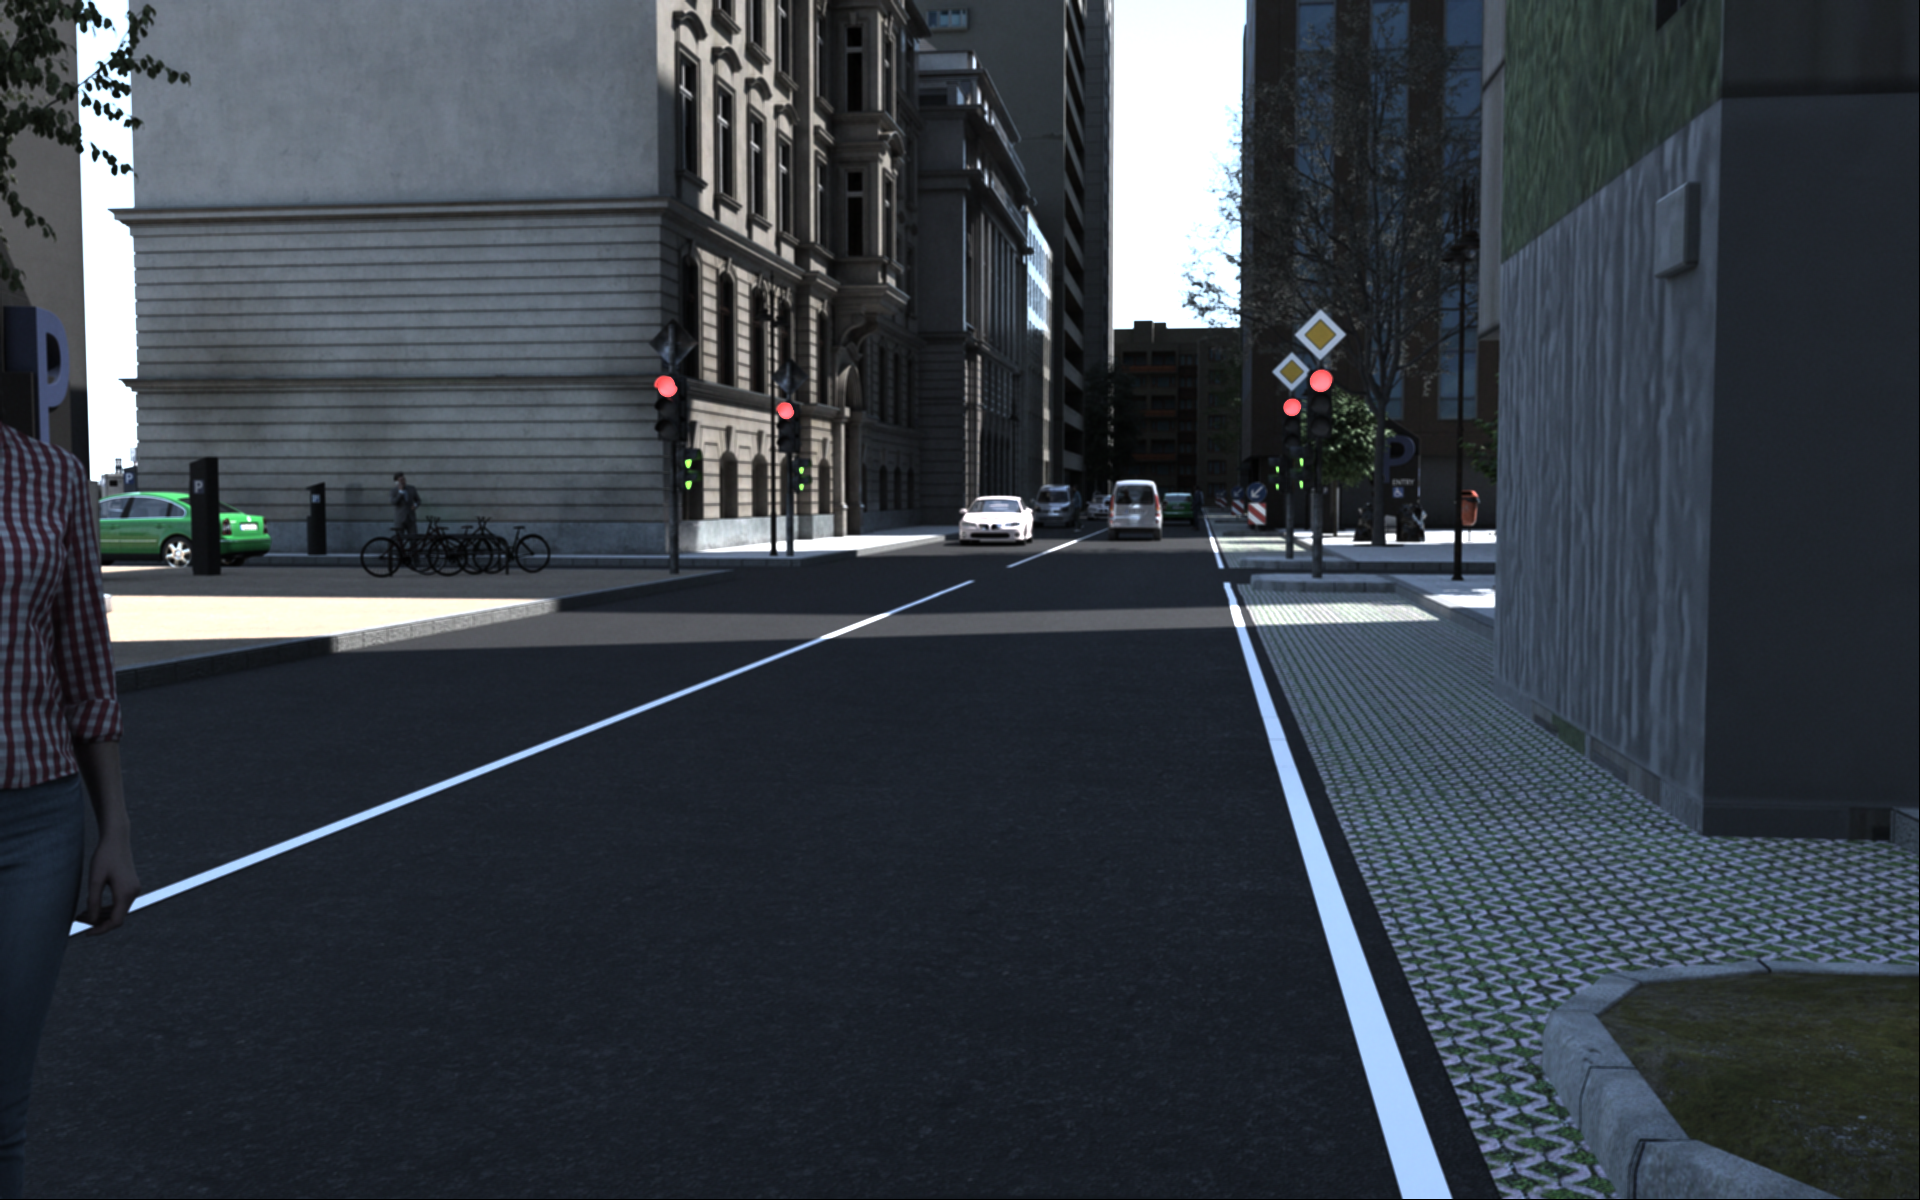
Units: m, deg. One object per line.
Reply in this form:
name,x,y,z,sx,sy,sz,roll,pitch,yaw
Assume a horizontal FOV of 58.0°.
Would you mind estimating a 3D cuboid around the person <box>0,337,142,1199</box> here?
person,-1.484,0.368,2.499,0.388,1.821,0.555,2,4,34

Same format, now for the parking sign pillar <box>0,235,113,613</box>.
parking sign pillar,-9.886,-1.834,18.451,1.447,3.967,1.447,-1,4,-11

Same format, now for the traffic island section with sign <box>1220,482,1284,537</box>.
traffic island section with sign,9.932,-3.066,58.764,1.989,1.847,2.006,0,4,8

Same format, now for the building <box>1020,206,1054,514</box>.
building,-0.350,-15.149,102.438,10.420,20.320,16.860,0,4,8

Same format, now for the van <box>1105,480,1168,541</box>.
van,5.567,-2.925,54.829,2.013,2.044,4.112,0,4,7

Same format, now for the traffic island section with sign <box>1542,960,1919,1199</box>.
traffic island section with sign,2.371,0.302,3.688,1.989,1.847,2.006,0,4,8

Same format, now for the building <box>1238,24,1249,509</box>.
building,31.970,-28.766,153.912,14.154,41.232,14.086,0,4,8

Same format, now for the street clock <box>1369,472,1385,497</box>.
street clock,12.944,-3.014,53.848,0.471,2.002,0.358,1,4,16

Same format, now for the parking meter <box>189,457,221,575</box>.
parking meter,-11.946,-1.326,27.398,0.399,1.863,0.255,1,4,21

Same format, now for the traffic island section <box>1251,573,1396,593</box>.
traffic island section,5.482,-0.257,26.484,2.009,0.180,2.903,0,4,8

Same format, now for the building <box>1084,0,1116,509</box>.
building,5.007,-45.124,176.022,20.611,71.187,20.563,0,4,8

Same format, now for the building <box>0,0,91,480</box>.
building,-39.245,-15.489,46.757,24.014,27.812,14.314,0,4,8

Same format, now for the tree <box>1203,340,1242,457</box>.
tree,19.975,-11.558,114.734,9.928,11.665,9.643,0,3,0

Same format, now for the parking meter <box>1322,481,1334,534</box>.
parking meter,11.915,-3.082,56.098,0.255,1.863,0.399,-2,4,-33

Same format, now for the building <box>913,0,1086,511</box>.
building,-2.510,-30.468,121.857,21.300,48.544,21.600,0,4,8

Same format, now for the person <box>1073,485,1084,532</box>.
person,4.508,-3.499,66.047,0.444,1.785,0.601,0,4,6

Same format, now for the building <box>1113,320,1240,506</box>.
building,22.764,-22.113,206.580,28.899,21.520,27.650,0,4,8

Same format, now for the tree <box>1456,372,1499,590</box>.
tree,7.677,-1.742,23.090,1.663,3.219,1.824,0,3,0

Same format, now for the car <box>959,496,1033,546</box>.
car,1.082,-2.290,49.804,2.083,1.381,4.827,0,4,6

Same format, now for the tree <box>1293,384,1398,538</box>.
tree,11.306,-4.157,51.676,4.285,4.588,4.351,0,3,0

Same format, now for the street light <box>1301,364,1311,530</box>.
street light,12.362,-5.429,61.547,0.468,5.910,1.993,0,4,8

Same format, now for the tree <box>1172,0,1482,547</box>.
tree,10.302,-8.073,42.368,12.009,13.543,11.850,0,3,0

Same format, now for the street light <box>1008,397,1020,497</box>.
street light,2.565,-6.722,82.699,0.468,5.910,1.993,0,4,8

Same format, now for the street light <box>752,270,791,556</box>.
street light,-3.885,-3.862,35.940,0.468,5.910,1.993,0,4,8

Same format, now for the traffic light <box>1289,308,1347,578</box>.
traffic light,5.444,-2.291,26.375,0.839,4.253,0.868,0,4,8

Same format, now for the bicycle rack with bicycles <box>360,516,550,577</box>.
bicycle rack with bicycles,-8.124,-0.894,27.994,2.925,0.926,2.852,-1,4,-18

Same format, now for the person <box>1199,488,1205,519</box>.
person,14.054,-5.643,101.023,0.793,1.790,0.793,3,5,44

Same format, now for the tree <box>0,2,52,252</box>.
tree,-13.307,-4.337,21.279,4.360,8.622,3.978,0,3,0

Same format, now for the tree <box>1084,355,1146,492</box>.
tree,12.626,-15.489,159.906,9.857,13.997,8.962,0,3,0

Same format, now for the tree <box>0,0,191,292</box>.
tree,-7.781,-3.784,12.228,4.737,8.622,4.395,0,3,0

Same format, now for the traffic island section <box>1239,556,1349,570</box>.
traffic island section,6.567,-0.741,34.395,2.009,0.180,2.903,0,4,8

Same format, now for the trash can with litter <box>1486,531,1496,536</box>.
trash can with litter,16.955,-2.618,53.860,1.678,1.210,2.233,3,5,45

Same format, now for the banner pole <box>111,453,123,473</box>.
banner pole,-51.129,-7.031,104.971,0.401,3.779,0.863,3,5,39

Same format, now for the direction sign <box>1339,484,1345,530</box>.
direction sign,13.451,-4.231,61.181,0.876,3.537,0.379,-1,4,-13

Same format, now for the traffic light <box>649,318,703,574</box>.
traffic light,-4.576,-2.374,27.728,0.839,4.253,0.868,0,4,8

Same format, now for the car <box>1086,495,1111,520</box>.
car,8.027,-5.100,95.751,2.083,1.381,4.827,0,4,7

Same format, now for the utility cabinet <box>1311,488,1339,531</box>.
utility cabinet,12.592,-3.126,59.787,1.173,1.500,0.318,-3,5,-40

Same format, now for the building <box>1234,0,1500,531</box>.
building,18.521,-25.601,68.692,14.600,45.320,14.200,0,4,8

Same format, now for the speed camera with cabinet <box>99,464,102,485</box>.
speed camera with cabinet,-55.953,-7.288,113.496,0.660,3.252,2.038,-2,4,-34

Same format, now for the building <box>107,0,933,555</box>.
building,-8.979,-14.304,52.952,14.460,24.649,34.723,0,4,8

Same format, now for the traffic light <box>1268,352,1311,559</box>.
traffic light,6.529,-2.775,34.287,0.839,4.253,0.868,0,4,8

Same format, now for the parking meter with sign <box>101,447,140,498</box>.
parking meter with sign,-31.128,-4.119,63.599,0.543,3.016,1.738,3,5,39

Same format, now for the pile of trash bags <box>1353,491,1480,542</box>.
pile of trash bags,12.299,-2.267,46.811,3.447,1.369,1.912,2,4,31

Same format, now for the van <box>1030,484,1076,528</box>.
van,4.093,-4.152,74.902,2.013,2.044,4.112,0,4,8

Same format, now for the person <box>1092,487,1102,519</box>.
person,7.995,-5.615,100.399,0.679,1.850,0.850,2,4,30

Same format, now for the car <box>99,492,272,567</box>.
car,-15.457,-1.457,32.616,4.718,1.807,1.959,1,4,9

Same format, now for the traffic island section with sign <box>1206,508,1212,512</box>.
traffic island section with sign,20.431,-7.756,135.440,1.989,1.847,2.006,0,4,8

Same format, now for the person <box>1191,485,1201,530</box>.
person,9.518,-3.735,69.754,0.419,1.800,0.721,0,4,1

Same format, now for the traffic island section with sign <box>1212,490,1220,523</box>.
traffic island section with sign,13.577,-4.700,85.473,1.989,1.847,2.006,0,4,8

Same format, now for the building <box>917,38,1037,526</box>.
building,-4.109,-14.690,81.979,13.314,21.916,24.055,0,4,8

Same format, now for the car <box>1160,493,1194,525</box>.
car,10.112,-4.386,80.514,1.959,1.807,4.718,0,4,6

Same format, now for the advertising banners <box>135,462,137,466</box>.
advertising banners,-40.284,-5.379,84.129,0.090,3.025,2.074,0,4,-7

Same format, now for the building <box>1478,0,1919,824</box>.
building,10.967,-20.071,11.759,14.154,41.232,14.086,0,4,8

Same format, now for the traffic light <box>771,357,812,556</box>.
traffic light,-3.491,-2.857,35.639,0.839,4.253,0.868,0,4,8

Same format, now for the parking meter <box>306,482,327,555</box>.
parking meter,-13.540,-1.714,36.433,0.372,1.533,0.369,0,3,0

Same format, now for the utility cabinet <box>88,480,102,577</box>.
utility cabinet,-12.950,-1.045,25.766,0.318,1.500,1.173,-2,4,-27

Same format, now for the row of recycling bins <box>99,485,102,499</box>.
row of recycling bins,-38.095,-4.108,74.279,1.069,1.692,3.534,2,4,32

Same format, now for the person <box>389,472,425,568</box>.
person,-10.372,-1.482,32.542,0.655,1.846,0.447,-3,4,-36

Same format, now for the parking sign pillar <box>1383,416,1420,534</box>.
parking sign pillar,14.334,-4.165,56.565,1.447,3.967,1.447,1,4,20

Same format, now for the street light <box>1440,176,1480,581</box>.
street light,7.398,-3.229,25.579,0.468,5.910,1.993,0,4,8
